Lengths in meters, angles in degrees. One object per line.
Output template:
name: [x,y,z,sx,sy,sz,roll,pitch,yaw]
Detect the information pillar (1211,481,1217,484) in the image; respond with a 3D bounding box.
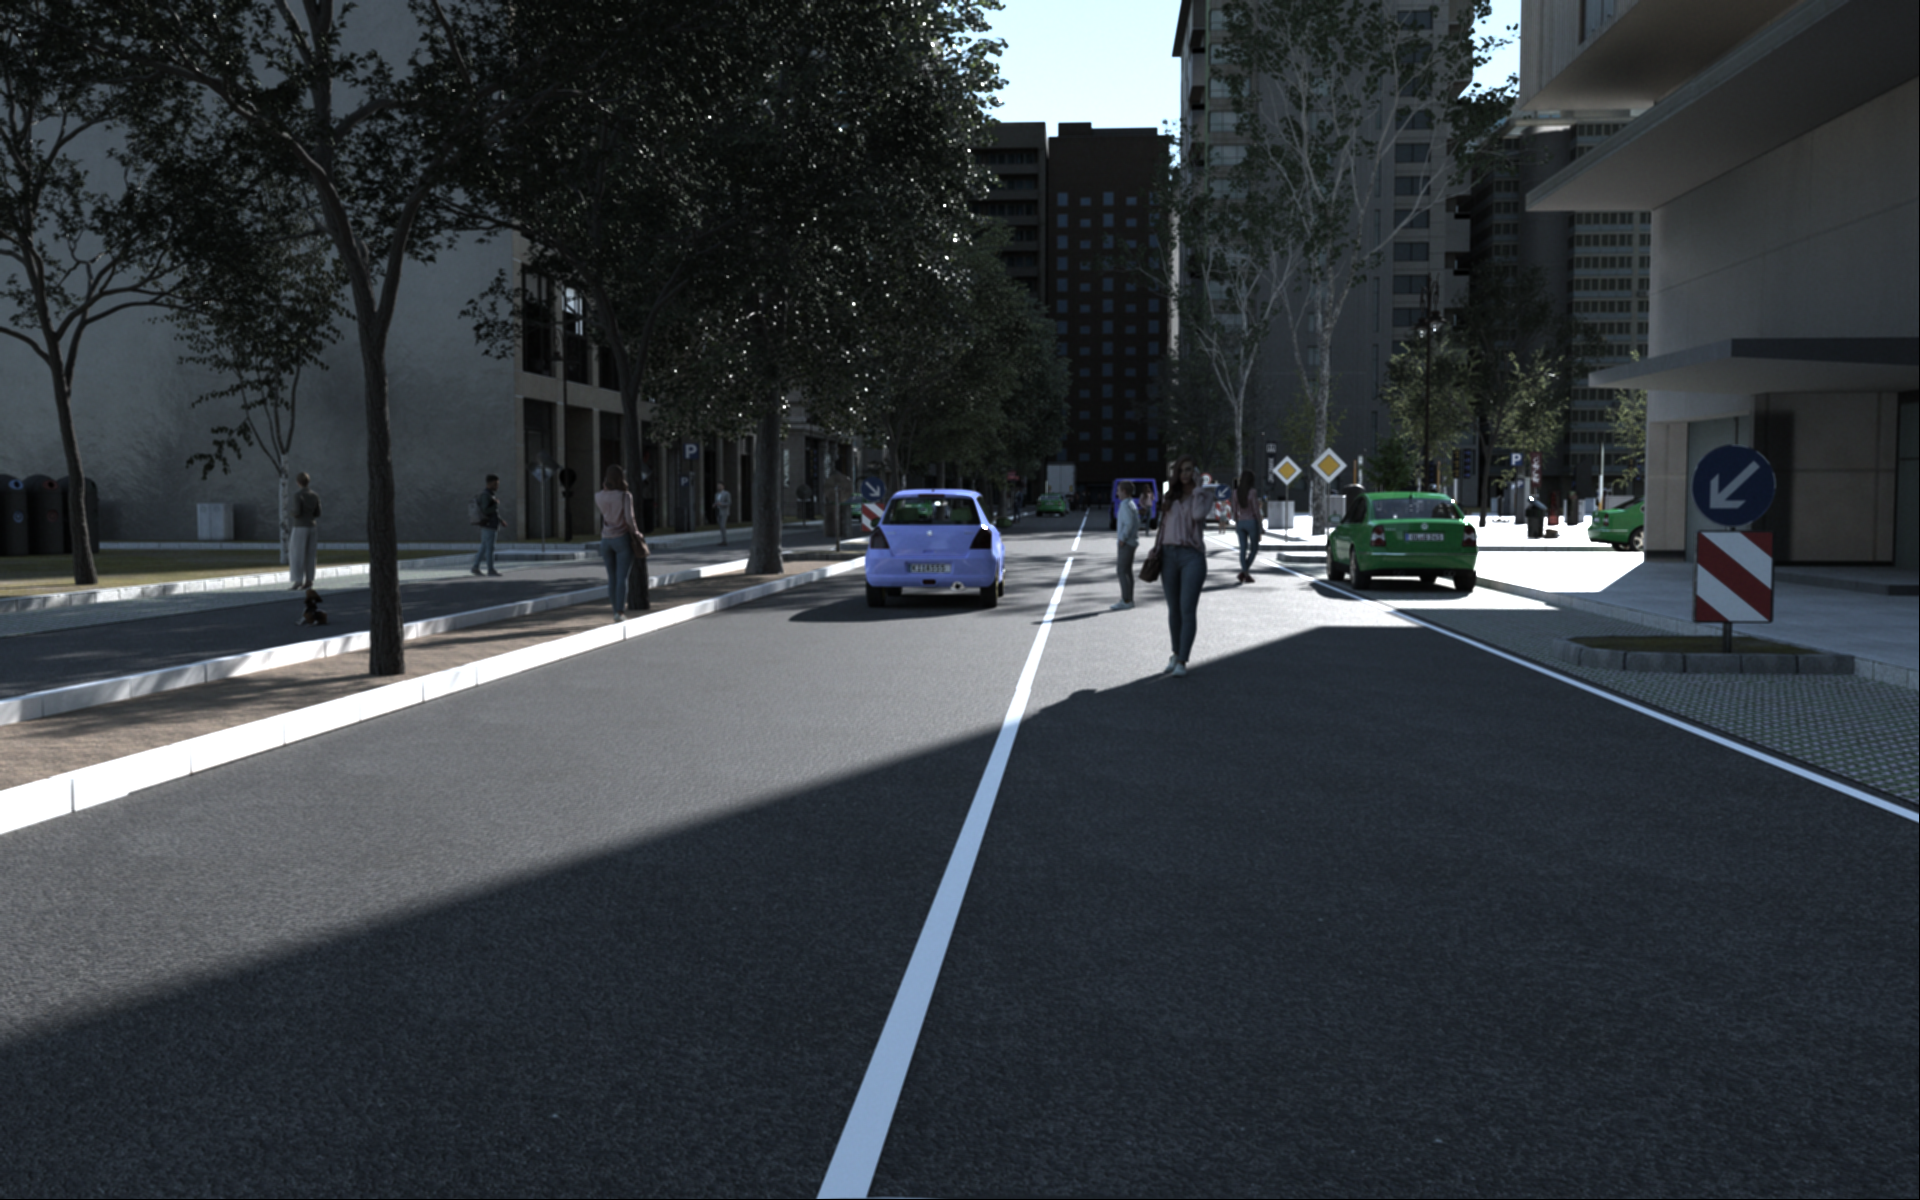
information pillar: [14.066,-5.597,95.999,0.304,2.012,0.304,2,4,26]

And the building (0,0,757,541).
building: [-20.394,-15.888,64.286,19.350,26.468,34.151,0,4,4]

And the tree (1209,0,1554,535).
tree: [12.012,-12.160,54.703,12.611,20.169,13.585,0,3,0]

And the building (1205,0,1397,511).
building: [26.366,-27.782,137.837,14.154,41.232,14.086,0,4,4]

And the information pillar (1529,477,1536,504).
information pillar: [25.059,-4.374,76.000,0.304,2.012,0.304,0,4,-6]

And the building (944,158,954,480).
building: [-7.751,-30.938,189.428,14.086,41.232,14.154,0,4,4]

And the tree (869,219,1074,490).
tree: [-0.094,-9.323,71.897,9.611,12.733,9.660,0,3,0]

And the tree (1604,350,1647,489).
tree: [33.627,-8.208,84.569,4.360,8.622,3.978,0,3,0]

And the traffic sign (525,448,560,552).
traffic sign: [-9.203,-2.114,38.211,0.795,2.450,0.064,0,4,4]

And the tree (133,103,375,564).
tree: [-12.647,-4.984,31.853,4.360,8.622,3.978,0,3,0]

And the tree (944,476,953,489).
tree: [-1.322,-11.447,181.764,1.663,3.219,1.824,0,3,0]

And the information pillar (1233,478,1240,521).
information pillar: [13.041,-4.706,81.430,0.304,2.012,0.304,3,5,44]

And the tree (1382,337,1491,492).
tree: [21.110,-7.847,78.654,4.360,8.622,3.978,0,3,0]

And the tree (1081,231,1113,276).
tree: [12.947,-14.218,88.356,12.611,20.169,13.585,0,3,0]

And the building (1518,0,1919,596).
building: [23.111,-26.246,18.354,28.713,52.752,27.495,0,4,4]

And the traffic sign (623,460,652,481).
traffic sign: [-8.587,-2.601,46.172,0.795,2.450,0.064,0,4,4]

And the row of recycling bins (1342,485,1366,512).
row of recycling bins: [17.610,-4.319,77.727,1.069,1.692,3.534,1,4,9]

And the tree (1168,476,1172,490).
tree: [19.637,-10.126,160.165,1.663,3.219,1.824,0,3,0]

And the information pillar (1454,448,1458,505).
information pillar: [25.394,-5.957,88.752,0.183,3.616,0.504,0,4,8]

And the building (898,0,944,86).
building: [-13.038,-32.958,162.572,21.300,48.544,21.600,0,4,4]

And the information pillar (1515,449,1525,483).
information pillar: [29.196,-6.051,90.293,0.504,3.616,0.183,-1,4,-11]

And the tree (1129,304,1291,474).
tree: [16.103,-12.366,112.558,12.009,13.543,11.850,0,3,0]

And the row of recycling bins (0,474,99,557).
row of recycling bins: [-19.623,-1.782,36.241,1.069,1.692,3.534,1,4,18]

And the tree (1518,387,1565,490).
tree: [36.286,-9.780,110.257,4.737,8.622,4.395,0,3,0]

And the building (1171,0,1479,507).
building: [36.725,-36.061,178.833,28.713,52.752,27.495,0,4,4]

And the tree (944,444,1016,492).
tree: [1.412,-8.586,93.195,4.737,8.622,4.395,0,3,0]

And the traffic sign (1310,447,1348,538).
traffic sign: [7.839,-2.033,36.879,0.795,2.450,0.064,0,4,4]

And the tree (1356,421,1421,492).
tree: [11.366,-3.143,45.988,1.663,3.219,1.824,0,3,0]

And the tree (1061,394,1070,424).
tree: [1.368,-9.174,86.863,8.767,10.594,7.601,0,4,4]

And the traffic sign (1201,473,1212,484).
traffic sign: [14.733,-6.353,103.977,0.768,2.556,0.104,1,4,8]

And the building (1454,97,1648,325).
building: [69.049,-36.202,211.512,30.456,49.044,23.786,0,4,4]

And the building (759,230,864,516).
building: [-13.307,-15.313,101.271,10.553,20.767,40.483,0,4,4]

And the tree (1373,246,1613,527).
tree: [20.076,-8.054,66.093,8.767,10.594,7.601,0,4,4]

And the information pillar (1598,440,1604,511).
information pillar: [27.945,-5.147,75.515,0.183,3.616,0.504,2,4,30]

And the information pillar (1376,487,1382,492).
information pillar: [24.416,-5.901,100.970,0.304,2.012,0.304,1,4,11]

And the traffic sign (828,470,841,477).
traffic sign: [-6.691,-5.680,92.967,0.768,2.556,0.104,0,4,5]

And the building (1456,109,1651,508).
building: [63.046,-29.512,174.410,23.993,40.220,32.217,0,4,4]

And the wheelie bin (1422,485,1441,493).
wheelie bin: [16.520,-3.247,60.992,0.693,1.594,0.980,0,4,-4]

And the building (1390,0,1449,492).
building: [30.944,-43.787,154.169,20.563,71.187,20.611,0,4,4]

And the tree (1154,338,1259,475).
tree: [17.550,-12.610,124.297,7.486,12.596,7.792,0,3,0]

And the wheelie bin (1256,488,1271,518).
wheelie bin: [16.017,-5.128,91.758,0.693,1.594,0.980,-2,4,-33]

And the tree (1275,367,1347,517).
tree: [19.701,-8.982,97.216,4.737,8.622,4.395,0,3,0]

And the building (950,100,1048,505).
building: [0.419,-36.243,216.274,21.600,48.544,21.300,0,4,4]

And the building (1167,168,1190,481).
building: [32.321,-32.185,209.815,14.086,41.232,14.154,0,4,4]

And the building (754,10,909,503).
building: [-16.193,-31.628,136.733,23.786,49.044,30.456,0,4,4]

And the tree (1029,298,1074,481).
tree: [2.632,-12.168,108.053,9.857,13.997,8.962,0,3,0]

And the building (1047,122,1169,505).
building: [17.995,-34.336,211.500,14.200,45.320,14.600,0,4,4]

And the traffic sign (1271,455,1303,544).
traffic sign: [8.455,-2.520,44.840,0.795,2.450,0.064,0,4,4]

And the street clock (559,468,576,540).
street clock: [-10.979,-2.688,48.514,0.471,2.002,0.358,-1,4,-15]

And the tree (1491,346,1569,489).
tree: [28.059,-8.283,85.796,4.360,8.622,3.978,0,3,0]

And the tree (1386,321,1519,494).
tree: [20.248,-7.496,72.922,4.737,8.622,4.395,0,3,0]
